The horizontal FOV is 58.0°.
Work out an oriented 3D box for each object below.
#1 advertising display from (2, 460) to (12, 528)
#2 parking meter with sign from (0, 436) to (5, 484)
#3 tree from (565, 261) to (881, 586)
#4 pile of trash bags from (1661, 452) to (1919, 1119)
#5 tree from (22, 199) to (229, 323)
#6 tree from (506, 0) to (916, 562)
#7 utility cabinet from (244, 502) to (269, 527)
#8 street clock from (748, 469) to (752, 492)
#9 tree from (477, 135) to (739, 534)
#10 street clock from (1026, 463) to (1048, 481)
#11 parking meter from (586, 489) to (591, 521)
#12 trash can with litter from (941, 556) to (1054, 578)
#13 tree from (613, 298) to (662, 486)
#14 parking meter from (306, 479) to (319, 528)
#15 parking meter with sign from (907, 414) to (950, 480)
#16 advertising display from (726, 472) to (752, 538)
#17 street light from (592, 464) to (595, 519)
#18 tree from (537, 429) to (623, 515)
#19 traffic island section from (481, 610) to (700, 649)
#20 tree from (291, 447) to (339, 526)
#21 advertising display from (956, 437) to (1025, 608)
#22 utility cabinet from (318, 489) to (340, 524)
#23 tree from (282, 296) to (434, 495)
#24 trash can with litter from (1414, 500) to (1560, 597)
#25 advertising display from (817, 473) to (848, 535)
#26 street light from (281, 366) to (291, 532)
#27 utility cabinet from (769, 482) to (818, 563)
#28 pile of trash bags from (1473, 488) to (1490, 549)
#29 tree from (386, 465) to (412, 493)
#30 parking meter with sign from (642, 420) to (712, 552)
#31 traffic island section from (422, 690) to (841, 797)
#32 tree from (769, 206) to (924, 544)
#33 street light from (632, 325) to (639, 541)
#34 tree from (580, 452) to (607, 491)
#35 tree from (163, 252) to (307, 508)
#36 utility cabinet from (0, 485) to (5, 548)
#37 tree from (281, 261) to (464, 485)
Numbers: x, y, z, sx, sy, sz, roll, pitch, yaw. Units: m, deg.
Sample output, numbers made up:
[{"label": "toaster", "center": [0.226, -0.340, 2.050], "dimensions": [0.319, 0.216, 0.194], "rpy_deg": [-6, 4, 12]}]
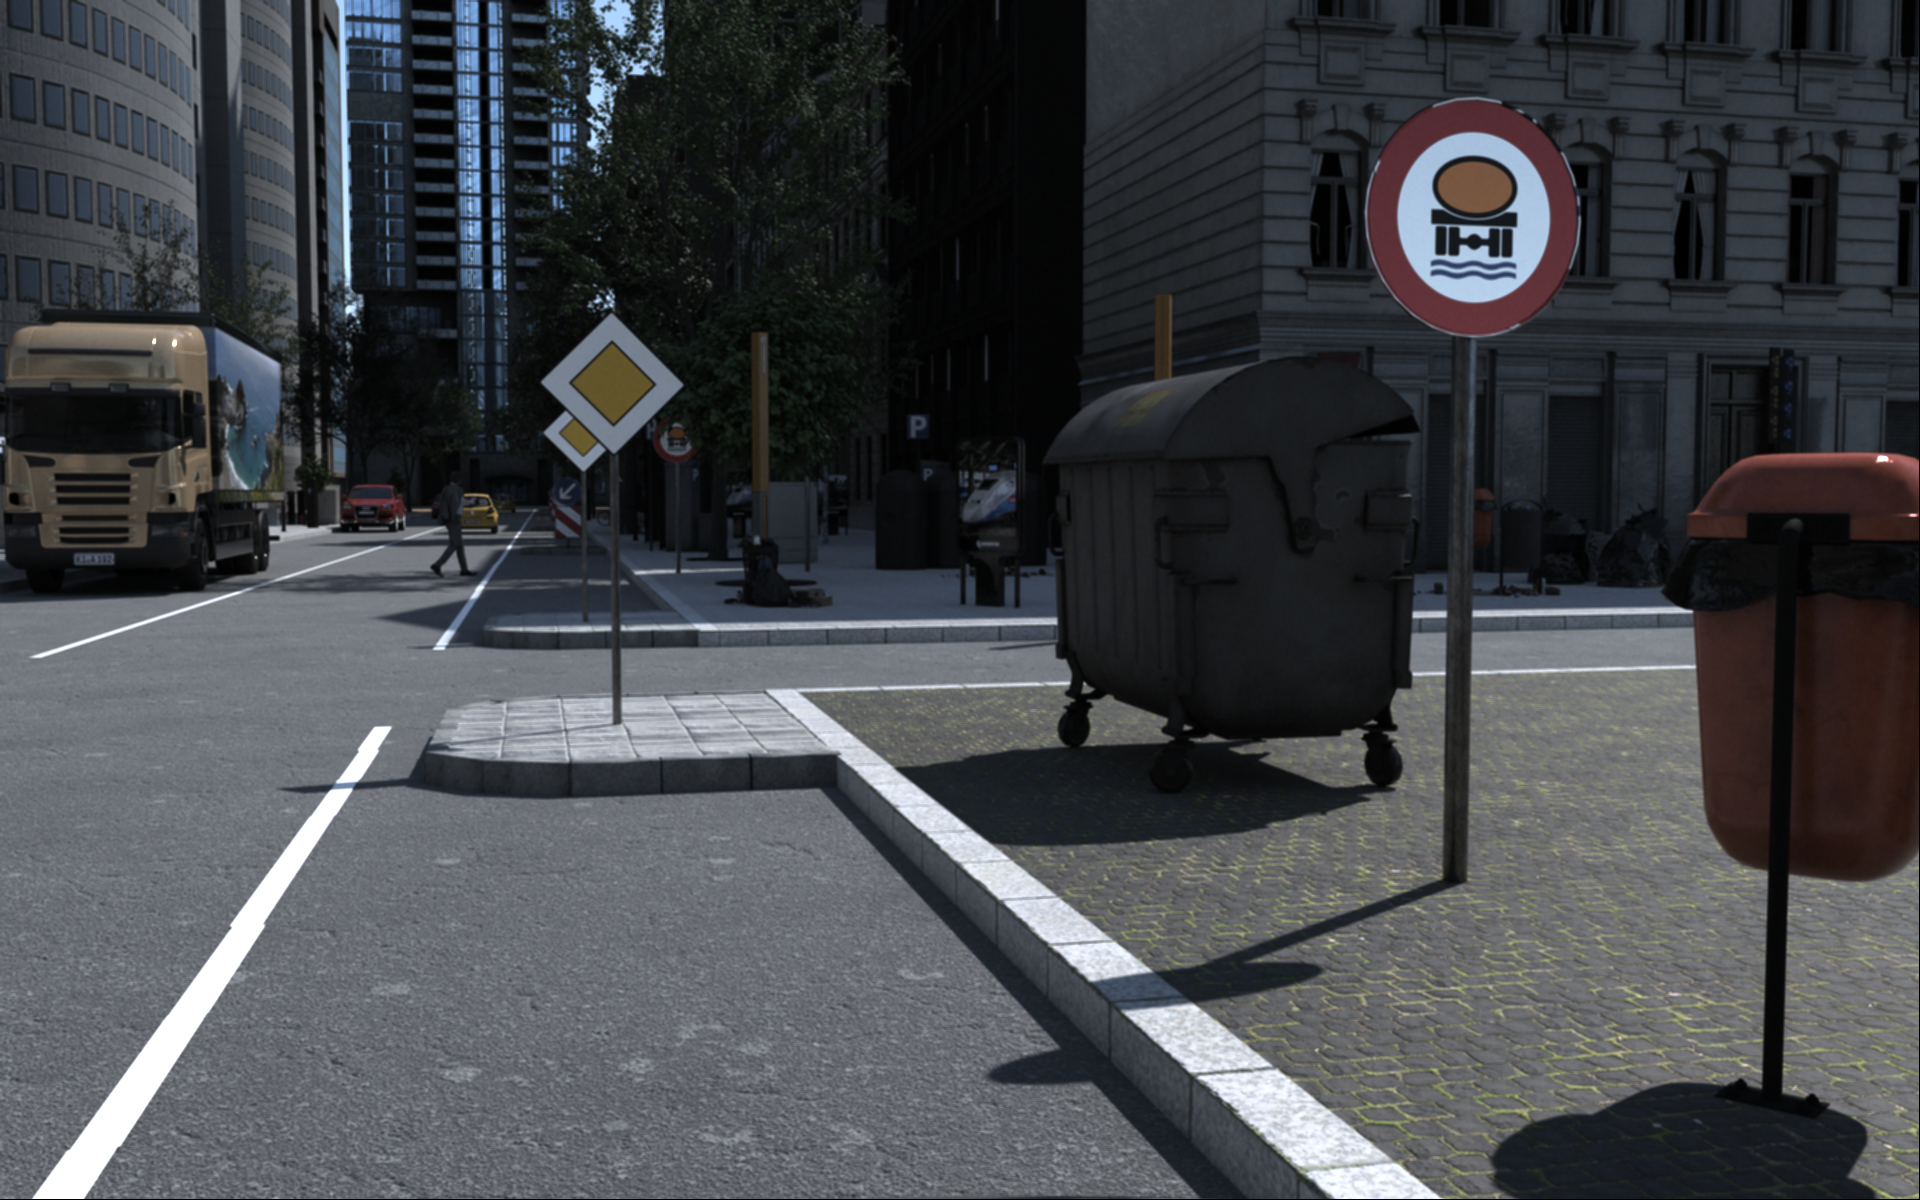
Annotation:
[{"label": "advertising display", "center": [-18.109, -1.726, 33.431], "dimensions": [0.123, 1.923, 0.974], "rpy_deg": [0, 4, 4]}, {"label": "parking meter with sign", "center": [-29.525, -3.407, 51.967], "dimensions": [1.738, 3.016, 0.543], "rpy_deg": [0, 4, 2]}, {"label": "tree", "center": [-2.680, -2.497, 24.542], "dimensions": [4.285, 4.588, 4.351], "rpy_deg": [0, 3, 0]}, {"label": "pile of trash bags", "center": [2.927, 0.421, 2.870], "dimensions": [3.447, 1.369, 1.912], "rpy_deg": [3, 5, 41]}, {"label": "tree", "center": [-20.229, -5.643, 42.629], "dimensions": [4.360, 8.622, 3.978], "rpy_deg": [0, 3, 0]}, {"label": "tree", "center": [-4.682, -6.552, 32.877], "dimensions": [9.928, 11.665, 9.643], "rpy_deg": [0, 3, 0]}, {"label": "utility cabinet", "center": [-23.868, -2.911, 58.749], "dimensions": [0.306, 1.237, 1.020], "rpy_deg": [1, 4, 9]}, {"label": "street clock", "center": [-4.802, -2.247, 41.312], "dimensions": [0.471, 2.002, 0.358], "rpy_deg": [-2, 4, -35]}, {"label": "tree", "center": [-10.535, -8.456, 55.266], "dimensions": [9.611, 12.733, 9.660], "rpy_deg": [0, 3, 0]}, {"label": "street clock", "center": [1.800, -2.203, 40.584], "dimensions": [0.471, 2.002, 0.358], "rpy_deg": [1, 4, 19]}, {"label": "parking meter", "center": [-18.120, -4.628, 84.081], "dimensions": [0.372, 1.533, 0.369], "rpy_deg": [0, 3, 0]}, {"label": "trash can with litter", "center": [0.896, -0.979, 27.072], "dimensions": [2.233, 1.210, 1.678], "rpy_deg": [0, 4, 8]}, {"label": "tree", "center": [-11.862, -6.965, 64.248], "dimensions": [4.737, 8.622, 4.395], "rpy_deg": [0, 3, 0]}, {"label": "parking meter", "center": [-24.676, -3.686, 65.974], "dimensions": [0.399, 1.863, 0.255], "rpy_deg": [2, 4, 25]}, {"label": "parking meter with sign", "center": [-0.532, -2.591, 38.623], "dimensions": [0.543, 3.016, 1.738], "rpy_deg": [2, 4, 26]}, {"label": "advertising display", "center": [-6.382, -2.744, 50.074], "dimensions": [0.974, 1.923, 0.123], "rpy_deg": [1, 4, 21]}, {"label": "street light", "center": [-19.187, -7.202, 90.547], "dimensions": [0.468, 5.910, 1.993], "rpy_deg": [-1, 4, -13]}, {"label": "tree", "center": [-22.938, -11.623, 108.169], "dimensions": [7.486, 12.596, 7.792], "rpy_deg": [0, 3, 0]}, {"label": "traffic island section", "center": [-3.749, 0.296, 17.441], "dimensions": [2.009, 0.180, 2.903], "rpy_deg": [-1, 4, -13]}, {"label": "tree", "center": [-26.343, -4.646, 70.563], "dimensions": [1.663, 3.219, 1.824], "rpy_deg": [0, 3, 0]}, {"label": "advertising display", "center": [0.344, -0.892, 19.800], "dimensions": [0.974, 1.923, 0.123], "rpy_deg": [3, 5, 44]}, {"label": "utility cabinet", "center": [-26.458, -3.888, 72.247], "dimensions": [1.173, 1.500, 0.318], "rpy_deg": [1, 4, 16]}, {"label": "tree", "center": [-28.316, -8.968, 81.047], "dimensions": [7.601, 10.594, 8.767], "rpy_deg": [-2, 4, -33]}, {"label": "trash can with litter", "center": [6.788, -0.685, 22.250], "dimensions": [2.233, 1.210, 1.678], "rpy_deg": [0, 4, -1]}, {"label": "advertising display", "center": [-3.978, -2.988, 54.068], "dimensions": [0.974, 1.923, 0.123], "rpy_deg": [0, 4, -8]}, {"label": "street light", "center": [-23.115, -5.274, 59.025], "dimensions": [0.468, 5.910, 1.993], "rpy_deg": [-1, 4, -13]}, {"label": "utility cabinet", "center": [-3.202, -1.427, 32.018], "dimensions": [1.173, 1.500, 0.318], "rpy_deg": [-3, 5, -41]}, {"label": "pile of trash bags", "center": [8.758, -0.953, 25.338], "dimensions": [1.912, 1.369, 3.447], "rpy_deg": [-3, 5, -41]}, {"label": "tree", "center": [-36.539, -7.187, 112.112], "dimensions": [1.663, 3.219, 1.824], "rpy_deg": [0, 3, 0]}, {"label": "parking meter with sign", "center": [-6.170, -2.584, 38.514], "dimensions": [1.738, 3.016, 0.543], "rpy_deg": [1, 4, 22]}, {"label": "traffic island section", "center": [-1.893, 0.771, 9.673], "dimensions": [2.009, 0.180, 2.903], "rpy_deg": [-1, 4, -13]}, {"label": "tree", "center": [-3.276, -5.756, 44.478], "dimensions": [4.737, 8.622, 4.395], "rpy_deg": [0, 3, 0]}, {"label": "street light", "center": [-8.933, -4.570, 47.514], "dimensions": [0.468, 5.910, 1.993], "rpy_deg": [-1, 4, -13]}, {"label": "tree", "center": [-34.425, -12.746, 158.764], "dimensions": [4.360, 8.622, 3.978], "rpy_deg": [0, 3, 0]}, {"label": "tree", "center": [-21.686, -6.209, 51.886], "dimensions": [4.737, 8.622, 4.395], "rpy_deg": [0, 3, 0]}, {"label": "utility cabinet", "center": [-22.331, -1.959, 40.701], "dimensions": [1.173, 1.500, 0.318], "rpy_deg": [2, 4, 27]}, {"label": "tree", "center": [-31.635, -11.099, 91.841], "dimensions": [12.009, 13.543, 11.850], "rpy_deg": [0, 3, 0]}]
